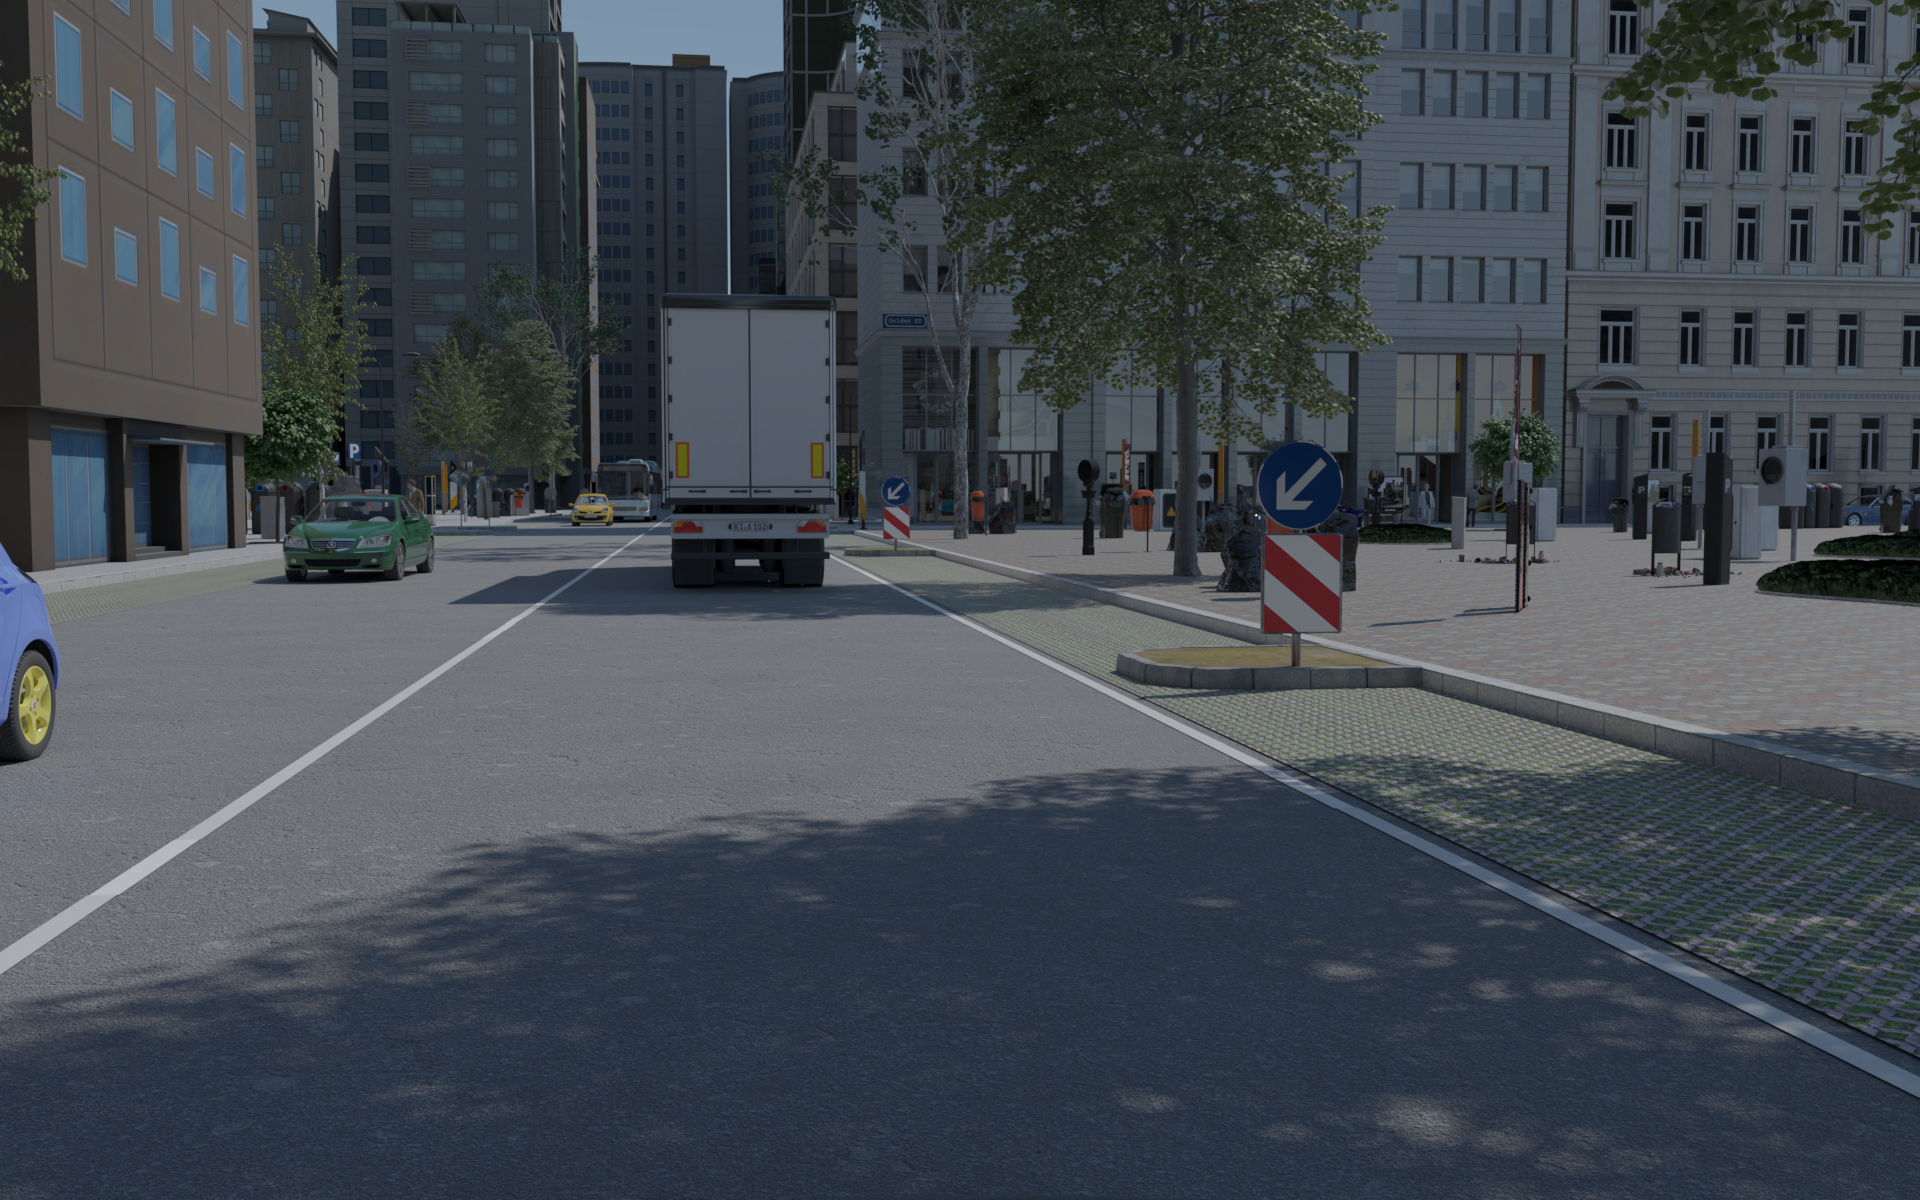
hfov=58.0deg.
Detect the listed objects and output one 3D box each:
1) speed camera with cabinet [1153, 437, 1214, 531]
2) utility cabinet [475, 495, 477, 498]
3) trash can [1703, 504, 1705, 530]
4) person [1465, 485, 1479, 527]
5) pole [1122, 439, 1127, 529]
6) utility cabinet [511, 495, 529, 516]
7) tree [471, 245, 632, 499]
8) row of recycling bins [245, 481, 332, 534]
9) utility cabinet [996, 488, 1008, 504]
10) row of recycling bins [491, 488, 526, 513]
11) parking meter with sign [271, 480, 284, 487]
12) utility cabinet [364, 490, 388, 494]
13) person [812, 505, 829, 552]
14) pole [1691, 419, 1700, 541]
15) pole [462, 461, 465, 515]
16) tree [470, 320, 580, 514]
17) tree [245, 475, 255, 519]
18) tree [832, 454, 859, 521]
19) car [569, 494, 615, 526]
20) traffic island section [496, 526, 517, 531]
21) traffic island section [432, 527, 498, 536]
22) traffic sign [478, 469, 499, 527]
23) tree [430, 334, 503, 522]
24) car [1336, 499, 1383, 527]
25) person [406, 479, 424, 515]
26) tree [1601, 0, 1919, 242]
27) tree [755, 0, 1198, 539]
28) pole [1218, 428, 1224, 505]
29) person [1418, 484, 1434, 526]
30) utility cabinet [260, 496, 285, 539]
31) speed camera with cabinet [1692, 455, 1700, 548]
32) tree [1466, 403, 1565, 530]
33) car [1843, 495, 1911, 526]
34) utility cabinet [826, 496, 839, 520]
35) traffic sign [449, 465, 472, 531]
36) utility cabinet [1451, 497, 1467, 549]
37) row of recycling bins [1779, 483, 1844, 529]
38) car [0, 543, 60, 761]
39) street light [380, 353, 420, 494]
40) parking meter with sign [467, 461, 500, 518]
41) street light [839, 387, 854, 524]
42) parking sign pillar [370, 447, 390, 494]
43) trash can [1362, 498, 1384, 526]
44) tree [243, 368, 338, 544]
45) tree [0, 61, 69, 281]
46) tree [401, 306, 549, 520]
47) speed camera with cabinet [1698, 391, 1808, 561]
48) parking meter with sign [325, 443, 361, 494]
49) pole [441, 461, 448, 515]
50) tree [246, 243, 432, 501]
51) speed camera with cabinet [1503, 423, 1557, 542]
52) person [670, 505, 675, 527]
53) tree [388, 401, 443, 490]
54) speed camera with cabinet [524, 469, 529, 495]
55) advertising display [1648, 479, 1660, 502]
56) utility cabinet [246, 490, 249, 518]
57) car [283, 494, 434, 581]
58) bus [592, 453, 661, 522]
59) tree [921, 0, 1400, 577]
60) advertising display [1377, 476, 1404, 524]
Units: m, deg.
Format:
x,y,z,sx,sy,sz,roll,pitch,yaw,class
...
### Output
x,y,z,sx,sy,sz,roll,pitch,yaw,class
7.737,-4.014,59.966,2.038,3.252,0.660,-1,4,-16,speed camera with cabinet
-35.599,-7.208,129.019,1.020,1.237,0.306,-2,4,-33,utility cabinet
25.747,-2.916,59.334,0.748,1.137,0.748,0,3,0,trash can
20.029,-3.618,67.832,0.592,1.802,0.473,1,4,20,person
6.092,-4.305,64.224,0.158,3.312,0.155,0,3,0,pole
-25.837,-5.536,101.672,1.020,1.237,0.306,-2,4,-28,utility cabinet
-29.138,-16.745,129.672,12.611,20.169,13.585,0,3,0,tree
-21.904,-2.960,55.511,3.534,1.692,1.069,0,4,-1,row of recycling bins
1.444,-3.173,60.558,0.318,1.500,1.173,0,4,7,utility cabinet
-30.745,-6.694,116.560,1.069,1.692,3.534,3,5,40,row of recycling bins
-35.614,-5.757,90.393,0.543,3.016,1.738,3,5,40,parking meter with sign
-29.722,-4.859,88.129,1.173,1.500,0.318,1,4,13,utility cabinet
-3.575,-2.064,42.347,0.635,1.810,0.391,2,4,26,person
20.110,-3.276,47.407,0.158,3.312,0.155,0,3,0,pole
-30.833,-6.953,107.530,0.158,3.312,0.155,0,3,0,pole
-28.400,-11.917,112.965,7.486,12.596,7.792,0,3,0,tree
-35.926,-5.726,88.214,1.663,3.219,1.824,0,3,0,tree
-5.546,-5.433,83.431,1.663,3.219,1.824,0,3,0,tree
-16.569,-4.151,78.098,2.015,1.641,3.980,-1,4,-9,car
-18.597,-2.819,68.373,2.009,0.180,2.903,-1,4,-8,traffic island section
-17.428,-2.336,60.473,2.009,0.180,2.903,-1,4,-8,traffic island section
-18.575,-3.955,68.314,0.795,2.450,0.064,-1,4,-8,traffic sign
-22.714,-7.863,78.923,4.737,8.622,4.395,0,3,0,tree
14.532,-3.388,67.969,3.894,1.354,1.945,-1,4,-9,car
-15.032,-2.396,47.589,0.656,1.842,0.836,-1,4,-10,person
5.578,-5.499,8.029,7.486,12.596,7.792,0,3,0,tree
0.506,-11.881,50.140,12.611,20.169,13.585,0,3,0,tree
8.032,-3.637,53.301,0.158,3.312,0.155,0,3,0,pole
18.398,-3.677,68.499,0.514,1.842,0.818,-2,4,-26,person
-19.780,-2.367,49.863,1.020,1.237,0.306,3,5,45,utility cabinet
17.922,-2.794,40.018,0.660,3.252,2.038,-1,4,-23,speed camera with cabinet
19.851,-4.784,61.931,4.285,4.588,4.351,0,3,0,tree
38.681,-3.755,73.401,4.499,1.417,2.014,-1,4,-10,car
-6.469,-4.684,87.739,0.306,1.237,1.020,-2,4,-27,utility cabinet
-17.405,-3.472,60.415,0.795,2.450,0.064,-1,4,-8,traffic sign
11.742,-1.809,40.736,0.306,1.237,1.020,1,4,19,utility cabinet
31.863,-3.535,64.903,3.534,1.692,1.069,-2,4,-34,row of recycling bins
-5.647,0.100,7.957,1.945,1.707,3.694,0,4,-7,car
-18.424,-5.160,56.912,1.470,5.913,1.316,-1,4,-8,street light
-25.557,-5.919,93.035,0.543,3.016,1.738,3,5,39,parking meter with sign
-5.203,-6.187,73.694,1.470,5.913,1.316,-1,4,-8,street light
-32.868,-6.710,98.185,1.447,3.967,1.447,3,5,41,parking sign pillar
14.626,-3.041,61.376,0.748,1.137,0.748,0,3,0,trash can
-17.837,-3.754,45.086,4.285,4.588,4.351,0,3,0,tree
-15.407,-4.587,25.368,4.737,8.622,4.395,0,3,0,tree
-24.062,-9.300,86.473,7.601,10.594,8.767,0,4,-4,tree
15.515,-2.415,33.817,0.660,3.252,2.038,-1,4,-20,speed camera with cabinet
-21.419,-3.870,59.542,1.738,3.016,0.543,2,4,28,parking meter with sign
-31.682,-6.872,106.207,0.158,3.312,0.155,0,3,0,pole
-18.794,-6.114,50.322,4.737,8.622,4.395,0,3,0,tree
15.703,-3.265,47.726,0.660,3.252,2.038,-1,4,-10,speed camera with cabinet
-12.392,-4.108,75.894,0.641,1.798,0.478,-1,4,-14,person
-42.251,-11.219,133.797,4.360,8.622,3.978,0,3,0,tree
-35.306,-8.849,139.021,2.038,3.252,0.660,0,4,-6,speed camera with cabinet
29.926,-4.264,74.928,0.974,1.923,0.123,-2,4,-35,advertising display
-38.596,-5.142,92.744,1.173,1.500,0.318,2,4,30,utility cabinet
-10.340,-1.115,30.029,2.131,1.459,4.920,0,4,-7,car
-17.368,-5.892,91.199,2.948,3.499,13.247,0,4,-7,bus
3.144,-6.638,26.662,7.486,12.596,7.792,0,3,0,tree
15.447,-3.489,62.257,0.974,1.923,0.123,1,4,9,advertising display
